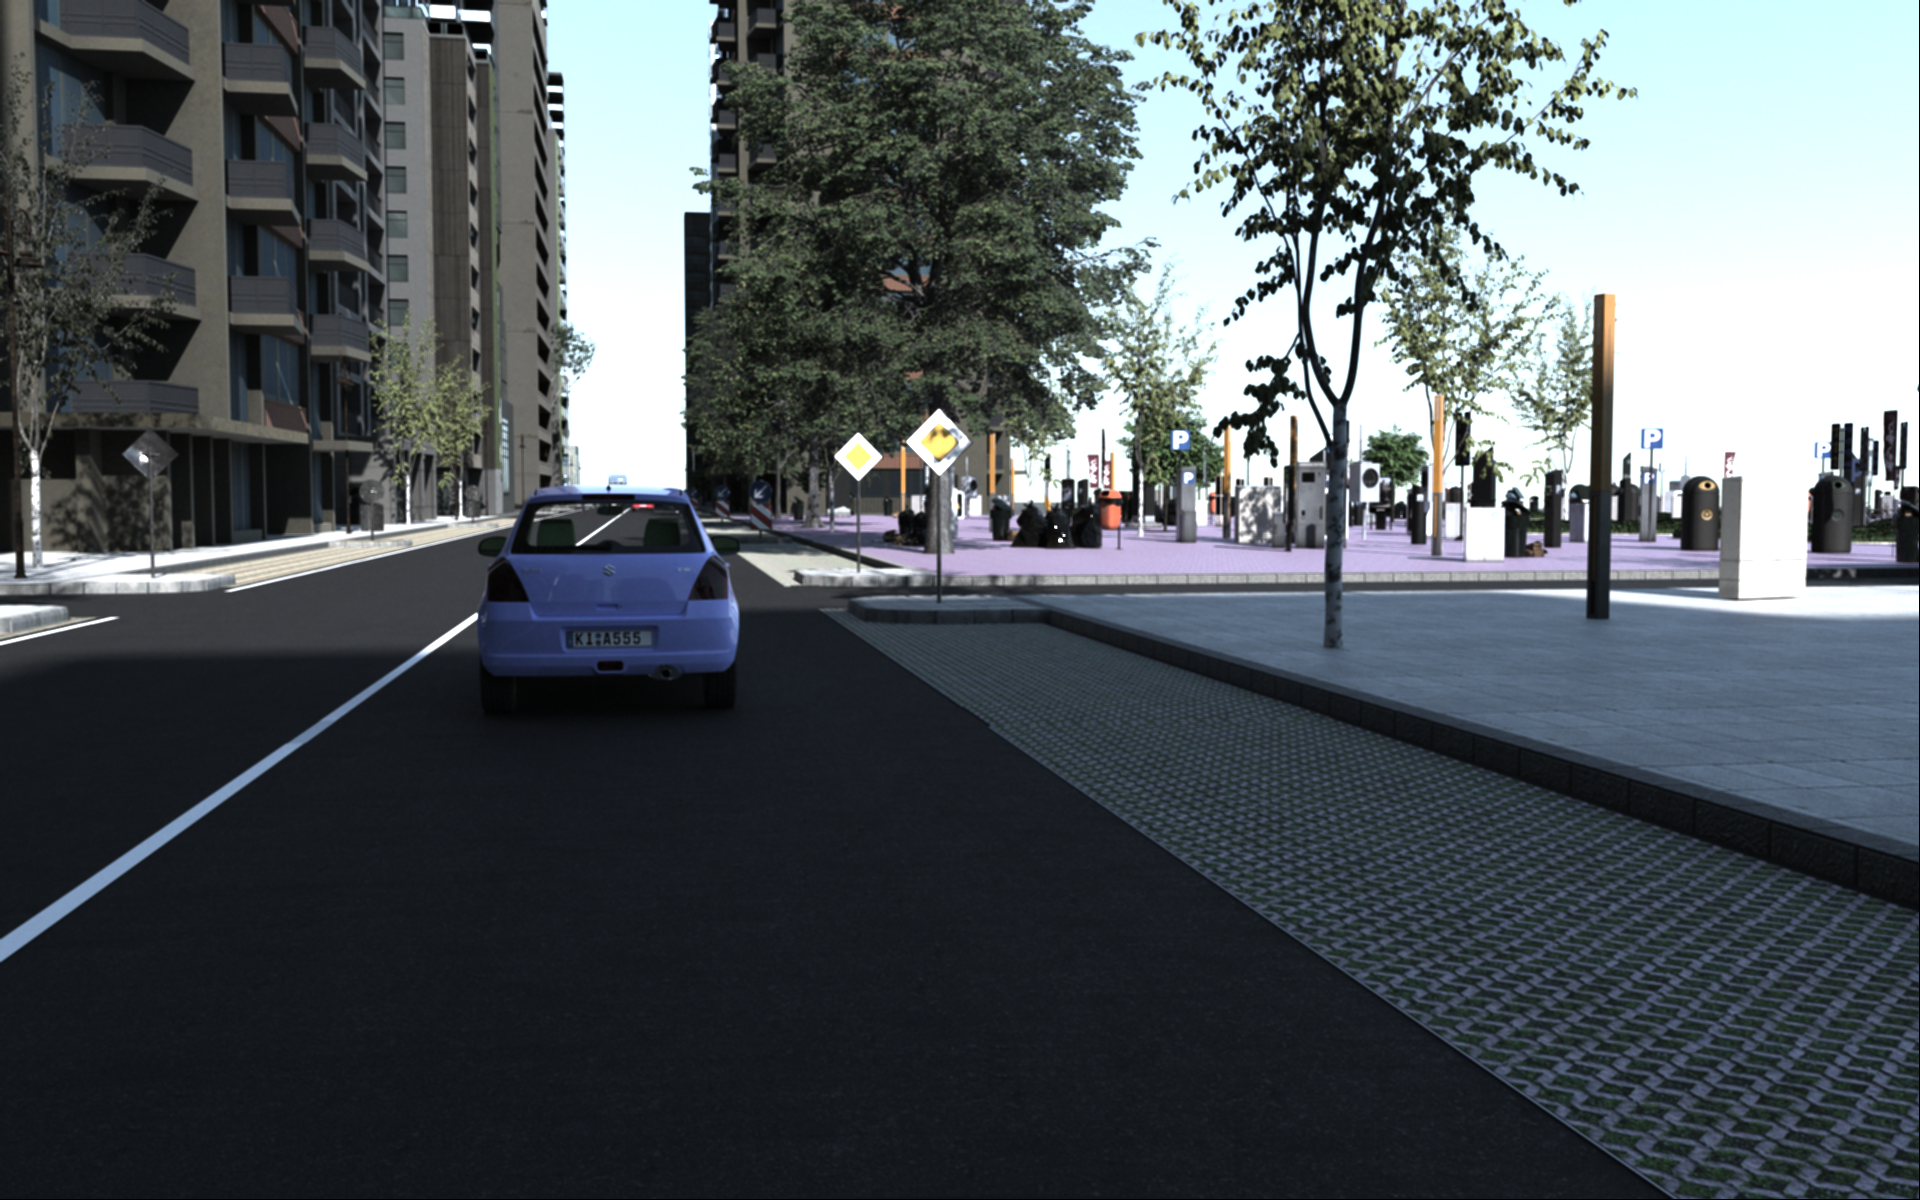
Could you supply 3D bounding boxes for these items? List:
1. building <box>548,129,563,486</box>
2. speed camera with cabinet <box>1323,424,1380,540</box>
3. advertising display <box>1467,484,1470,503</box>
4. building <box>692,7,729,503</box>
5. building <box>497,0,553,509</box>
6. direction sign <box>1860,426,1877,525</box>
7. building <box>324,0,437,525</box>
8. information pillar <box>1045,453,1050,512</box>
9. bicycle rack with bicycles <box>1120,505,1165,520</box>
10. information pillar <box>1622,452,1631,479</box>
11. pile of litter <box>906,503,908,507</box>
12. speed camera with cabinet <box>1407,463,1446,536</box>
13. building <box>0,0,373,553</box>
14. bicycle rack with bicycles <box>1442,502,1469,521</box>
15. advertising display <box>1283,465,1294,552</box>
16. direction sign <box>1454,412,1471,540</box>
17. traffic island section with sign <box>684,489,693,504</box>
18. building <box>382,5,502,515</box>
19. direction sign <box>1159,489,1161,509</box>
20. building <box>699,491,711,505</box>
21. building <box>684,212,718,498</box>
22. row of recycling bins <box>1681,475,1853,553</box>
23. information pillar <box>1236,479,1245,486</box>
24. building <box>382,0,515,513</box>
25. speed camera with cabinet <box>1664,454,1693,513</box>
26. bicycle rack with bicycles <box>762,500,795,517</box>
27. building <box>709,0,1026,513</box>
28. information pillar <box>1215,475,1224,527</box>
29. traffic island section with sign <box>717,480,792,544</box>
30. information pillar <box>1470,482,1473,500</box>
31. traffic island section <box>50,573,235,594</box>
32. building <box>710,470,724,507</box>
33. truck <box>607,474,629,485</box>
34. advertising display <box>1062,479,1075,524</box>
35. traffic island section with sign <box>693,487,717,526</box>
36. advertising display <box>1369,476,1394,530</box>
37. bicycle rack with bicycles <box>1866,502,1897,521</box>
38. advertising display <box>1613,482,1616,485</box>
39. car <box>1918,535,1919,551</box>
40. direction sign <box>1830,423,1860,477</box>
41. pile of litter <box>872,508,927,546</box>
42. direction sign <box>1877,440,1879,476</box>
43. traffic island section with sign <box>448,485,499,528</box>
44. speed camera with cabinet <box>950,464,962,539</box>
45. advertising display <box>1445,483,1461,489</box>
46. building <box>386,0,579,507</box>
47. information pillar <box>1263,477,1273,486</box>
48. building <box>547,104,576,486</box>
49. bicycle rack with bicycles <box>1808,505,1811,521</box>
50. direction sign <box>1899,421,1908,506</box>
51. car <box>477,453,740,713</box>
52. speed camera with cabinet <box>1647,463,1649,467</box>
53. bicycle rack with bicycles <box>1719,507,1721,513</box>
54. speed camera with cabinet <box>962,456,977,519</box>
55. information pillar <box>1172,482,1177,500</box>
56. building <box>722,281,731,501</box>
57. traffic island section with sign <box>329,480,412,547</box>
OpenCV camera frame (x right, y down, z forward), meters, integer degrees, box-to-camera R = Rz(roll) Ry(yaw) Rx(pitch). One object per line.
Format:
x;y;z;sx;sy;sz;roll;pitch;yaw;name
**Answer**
-50.760;-30.809;187.316;14.154;41.232;14.086;-1;4;-10;building
10.793;-3.319;48.609;2.038;3.252;0.660;-2;4;-24;speed camera with cabinet
32.983;-6.462;110.865;0.974;1.923;0.123;2;4;24;advertising display
-24.340;-56.159;230.870;22.319;86.520;31.000;-1;4;-10;building
-47.917;-32.407;153.554;21.300;48.544;21.600;-1;4;-10;building
30.458;-4.061;58.396;0.379;3.537;0.876;1;4;13;direction sign
-35.742;-39.211;79.358;20.563;71.187;20.611;-1;4;-10;building
4.992;-6.560;98.612;0.183;3.616;0.504;-2;4;-30;information pillar
9.384;-4.352;84.540;2.925;0.926;2.852;3;5;41;bicycle rack with bicycles
36.790;-6.375;95.580;0.504;3.616;0.183;-1;4;-17;information pillar
-3.169;-4.927;94.516;1.719;0.858;1.176;-1;4;-10;pile of litter
14.285;-3.593;53.076;0.660;3.252;2.038;0;4;-2;speed camera with cabinet
-29.398;-24.066;48.100;22.147;44.769;28.867;-1;4;-10;building
23.064;-4.154;81.303;2.925;0.926;2.852;-2;4;-32;bicycle rack with bicycles
7.385;-2.064;38.957;0.123;1.923;0.974;0;4;5;advertising display
13.909;-3.423;47.959;0.379;3.537;0.876;-1;4;-9;direction sign
-19.583;-7.215;126.587;1.989;1.847;2.006;-1;4;-10;traffic island section with sign
-36.086;-20.452;106.099;14.160;30.474;14.107;-1;4;-10;building
8.481;-4.981;73.443;0.876;3.537;0.379;0;4;-2;direction sign
-14.795;-31.447;206.042;32.217;40.220;23.993;-1;4;-10;building
-33.171;-34.859;253.535;14.154;41.232;14.086;-1;4;-10;building
18.017;-1.937;38.782;3.534;1.692;1.069;2;4;33;row of recycling bins
13.225;-4.729;81.810;0.304;2.012;0.304;-3;5;-42;information pillar
-44.269;-49.768;126.379;22.319;86.520;31.000;-1;4;-10;building
35.636;-5.579;85.556;2.038;3.252;0.660;-3;4;-37;speed camera with cabinet
-10.204;-5.227;98.851;2.852;0.926;2.925;0;4;-7;bicycle rack with bicycles
-7.299;-29.070;129.913;22.147;44.769;28.867;-1;4;-10;building
10.273;-3.902;68.295;0.304;2.012;0.304;-3;5;-43;information pillar
-5.995;-2.577;50.755;1.989;1.847;2.006;-1;4;-10;traffic island section with sign
31.521;-6.240;106.520;0.304;2.012;0.304;1;4;13;information pillar
-12.307;-0.250;26.371;2.009;0.180;2.903;-1;4;-10;traffic island section
-13.704;-44.604;167.519;20.563;71.187;20.611;-1;4;-10;building
-47.900;-15.471;242.703;2.967;4.110;18.799;-1;4;-11;truck
4.624;-4.216;74.138;0.123;1.923;0.974;-2;4;-24;advertising display
-10.755;-4.199;77.289;1.989;1.847;2.006;-1;4;-10;traffic island section with sign
15.138;-3.489;62.253;0.123;1.923;0.974;-3;5;-41;advertising display
40.053;-3.858;76.461;2.925;0.926;2.852;0;4;0;bicycle rack with bicycles
33.850;-5.233;90.775;0.974;1.923;0.123;3;5;40;advertising display
18.519;-1.209;28.439;5.304;1.827;2.281;-1;4;-11;car
28.176;-3.878;55.408;0.379;3.537;0.876;-1;4;-16;direction sign
-1.222;-1.808;43.528;1.719;0.858;1.176;-3;5;-43;pile of litter
38.637;-4.988;73.550;0.379;3.537;0.876;-1;4;-14;direction sign
-20.973;-4.039;74.661;1.989;1.847;2.006;-1;4;-10;traffic island section with sign
-0.403;-3.422;50.287;0.660;3.252;2.038;0;4;-3;speed camera with cabinet
28.406;-5.775;99.634;0.974;1.923;0.123;1;4;23;advertising display
-63.928;-56.554;237.322;22.319;86.520;31.000;-1;4;-10;building
13.188;-4.258;74.116;0.304;2.012;0.304;-3;5;-44;information pillar
-58.979;-35.999;208.192;23.786;49.044;30.456;-1;4;-10;building
42.042;-4.692;90.089;2.925;0.926;2.852;-1;4;-21;bicycle rack with bicycles
29.581;-3.814;54.357;0.379;3.537;0.876;1;4;17;direction sign
-2.569;-0.193;12.740;1.945;1.707;3.694;-1;4;-11;car
43.461;-7.158;111.362;2.038;3.252;0.660;3;5;44;speed camera with cabinet
38.395;-4.522;87.310;2.925;0.926;2.852;2;4;32;bicycle rack with bicycles
0.047;-5.756;88.443;0.660;3.252;2.038;3;5;40;speed camera with cabinet
11.813;-6.322;94.719;0.504;3.616;0.183;1;4;14;information pillar
-13.685;-23.199;150.997;14.160;30.474;14.107;-1;4;-10;building
-16.088;-2.369;47.364;1.989;1.847;2.006;-1;4;-10;traffic island section with sign
